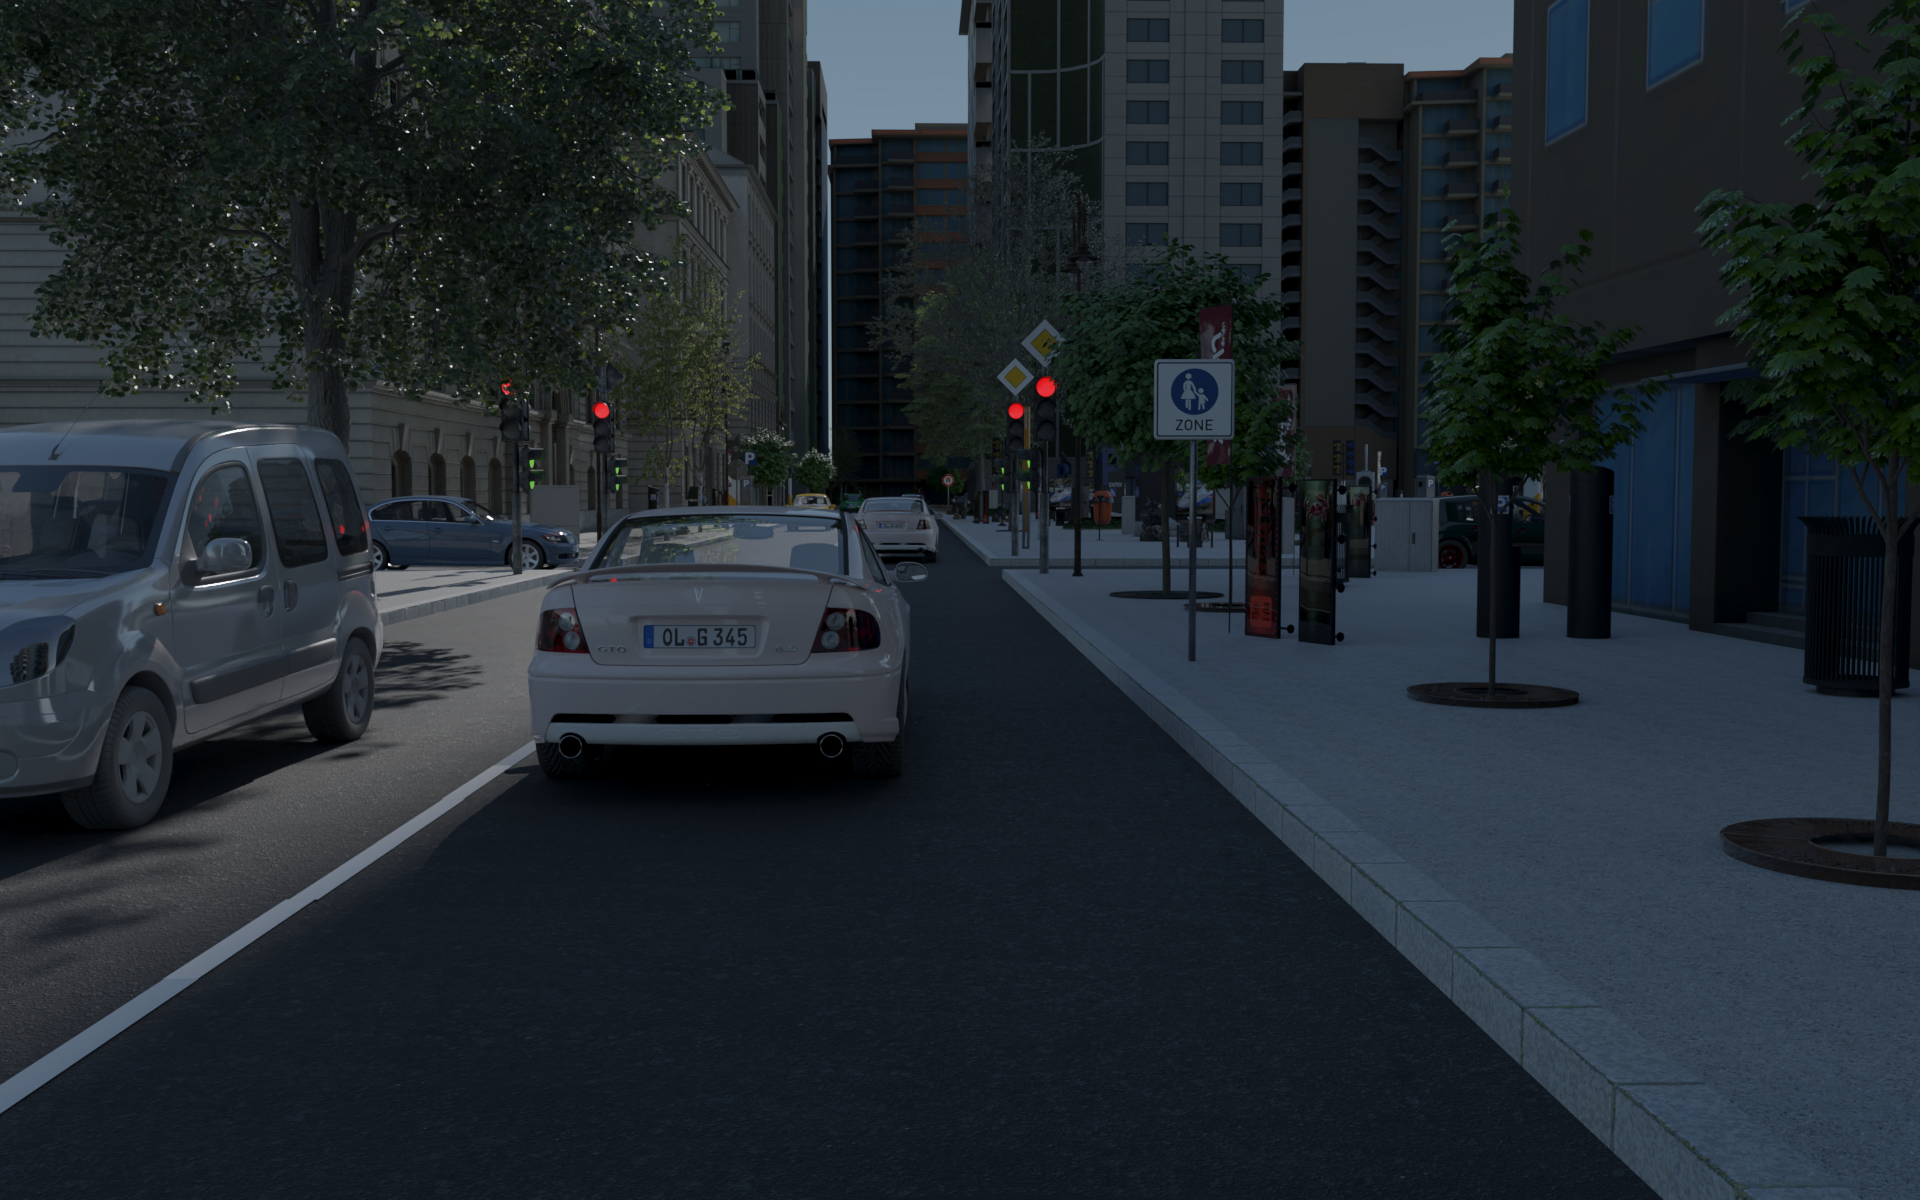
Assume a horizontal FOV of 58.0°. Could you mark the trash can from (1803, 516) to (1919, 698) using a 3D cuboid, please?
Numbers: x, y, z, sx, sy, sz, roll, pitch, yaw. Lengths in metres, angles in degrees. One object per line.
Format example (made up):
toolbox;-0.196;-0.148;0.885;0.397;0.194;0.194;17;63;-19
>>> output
trash can;5.754;0.034;11.097;0.748;1.137;0.748;0;3;0

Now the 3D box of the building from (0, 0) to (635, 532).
building;-18.339;-14.352;53.733;14.460;24.649;34.723;0;4;-2

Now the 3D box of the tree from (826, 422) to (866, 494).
tree;-11.585;-13.800;175.997;4.737;8.622;4.395;0;3;0

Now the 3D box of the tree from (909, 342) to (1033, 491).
tree;0.717;-9.771;94.170;8.767;10.594;7.601;2;4;35

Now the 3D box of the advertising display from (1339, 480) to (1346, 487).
advertising display;17.377;-4.498;78.758;0.123;1.923;0.974;1;4;23

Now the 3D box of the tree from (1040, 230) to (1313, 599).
tree;2.674;-2.323;21.688;4.285;4.588;4.351;0;3;0

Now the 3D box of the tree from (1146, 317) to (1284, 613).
tree;3.029;-1.491;18.987;1.663;3.219;1.824;0;3;0

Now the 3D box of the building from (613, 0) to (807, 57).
building;-19.003;-27.428;132.041;14.154;41.232;14.086;0;4;-2

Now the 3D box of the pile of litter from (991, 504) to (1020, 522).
pile of litter;2.129;-4.004;79.432;1.719;0.858;1.176;-3;5;-39

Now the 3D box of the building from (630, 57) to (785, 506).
building;-19.598;-21.197;118.278;14.160;30.474;14.107;0;4;-2

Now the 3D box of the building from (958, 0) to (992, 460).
building;14.565;-35.586;171.067;28.713;52.752;27.495;0;4;-2

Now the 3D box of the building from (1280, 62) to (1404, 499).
building;36.111;-32.262;177.600;14.200;45.320;14.600;0;4;-2

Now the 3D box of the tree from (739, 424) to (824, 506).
tree;-9.217;-5.985;81.564;4.285;4.588;4.351;0;3;0

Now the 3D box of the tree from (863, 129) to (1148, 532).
tree;1.876;-9.072;58.698;12.009;13.543;11.850;0;3;0

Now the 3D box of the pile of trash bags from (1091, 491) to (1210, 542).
pile of trash bags;5.236;-2.310;47.518;3.447;1.369;1.912;2;4;24

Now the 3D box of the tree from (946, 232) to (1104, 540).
tree;2.050;-5.997;48.416;4.360;8.622;3.978;0;3;0

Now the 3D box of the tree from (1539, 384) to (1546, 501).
tree;24.890;-7.538;73.613;4.360;8.622;3.978;0;3;0

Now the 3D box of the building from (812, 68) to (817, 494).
building;-20.766;-29.210;161.175;14.154;41.232;14.086;0;4;-2

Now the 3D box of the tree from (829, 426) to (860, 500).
tree;-12.902;-14.542;188.127;4.360;8.622;3.978;0;3;0

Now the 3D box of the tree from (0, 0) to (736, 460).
tree;-7.226;-6.925;19.885;9.857;13.997;8.962;0;3;0

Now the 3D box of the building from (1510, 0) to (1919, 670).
building;13.648;-22.174;12.660;14.600;45.320;14.200;0;4;-2

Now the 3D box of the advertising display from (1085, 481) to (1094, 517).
advertising display;6.873;-5.109;88.745;0.974;1.923;0.123;1;4;12

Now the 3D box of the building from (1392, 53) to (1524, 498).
building;57.718;-31.842;175.240;28.867;44.769;22.147;0;4;-2

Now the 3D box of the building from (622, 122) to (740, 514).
building;-16.541;-13.259;81.406;10.561;19.102;19.286;0;4;-2

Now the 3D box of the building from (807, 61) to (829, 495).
building;-20.891;-32.207;176.689;14.200;45.320;14.600;0;4;-2

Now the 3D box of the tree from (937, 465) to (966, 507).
tree;-0.239;-7.389;115.415;1.663;3.219;1.824;0;3;0

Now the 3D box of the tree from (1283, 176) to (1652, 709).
tree;3.254;-0.981;10.643;1.663;3.219;1.824;0;3;0

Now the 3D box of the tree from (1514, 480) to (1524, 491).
tree;30.956;-6.989;97.984;4.285;4.588;4.351;0;3;0

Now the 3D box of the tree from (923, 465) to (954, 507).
tree;-2.040;-11.674;174.578;4.285;4.588;4.351;0;3;0

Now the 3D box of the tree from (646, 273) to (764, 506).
tree;-8.760;-6.614;58.504;4.360;8.622;3.978;0;3;0

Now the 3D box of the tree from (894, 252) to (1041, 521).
tree;0.621;-9.947;80.759;7.486;12.596;7.792;0;3;0

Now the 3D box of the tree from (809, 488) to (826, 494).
tree;-10.805;-8.366;131.377;1.663;3.219;1.824;0;3;0

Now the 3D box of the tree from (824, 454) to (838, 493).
tree;-10.012;-8.336;120.001;4.285;4.588;4.351;0;3;0

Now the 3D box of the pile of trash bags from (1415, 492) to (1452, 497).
pile of trash bags;20.052;-3.966;74.590;3.447;1.369;1.912;-3;4;-38

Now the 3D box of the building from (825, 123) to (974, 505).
building;-2.796;-33.806;207.345;28.867;44.769;22.147;0;4;-2

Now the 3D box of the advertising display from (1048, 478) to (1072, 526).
advertising display;4.002;-3.918;69.280;0.974;1.923;0.123;-1;4;-11

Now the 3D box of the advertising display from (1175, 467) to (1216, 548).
advertising display;5.645;-2.223;41.565;0.974;1.923;0.123;2;4;24

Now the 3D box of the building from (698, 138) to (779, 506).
building;-15.992;-15.349;100.111;9.793;20.994;18.267;0;4;-2

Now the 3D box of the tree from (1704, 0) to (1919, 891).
tree;3.369;-0.695;5.959;1.663;3.219;1.824;0;3;0

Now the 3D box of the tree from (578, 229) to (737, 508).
tree;-8.302;-5.934;47.383;4.737;8.622;4.395;0;3;0

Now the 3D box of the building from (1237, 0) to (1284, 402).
building;11.213;-42.053;125.817;20.563;71.187;20.611;0;4;-2
